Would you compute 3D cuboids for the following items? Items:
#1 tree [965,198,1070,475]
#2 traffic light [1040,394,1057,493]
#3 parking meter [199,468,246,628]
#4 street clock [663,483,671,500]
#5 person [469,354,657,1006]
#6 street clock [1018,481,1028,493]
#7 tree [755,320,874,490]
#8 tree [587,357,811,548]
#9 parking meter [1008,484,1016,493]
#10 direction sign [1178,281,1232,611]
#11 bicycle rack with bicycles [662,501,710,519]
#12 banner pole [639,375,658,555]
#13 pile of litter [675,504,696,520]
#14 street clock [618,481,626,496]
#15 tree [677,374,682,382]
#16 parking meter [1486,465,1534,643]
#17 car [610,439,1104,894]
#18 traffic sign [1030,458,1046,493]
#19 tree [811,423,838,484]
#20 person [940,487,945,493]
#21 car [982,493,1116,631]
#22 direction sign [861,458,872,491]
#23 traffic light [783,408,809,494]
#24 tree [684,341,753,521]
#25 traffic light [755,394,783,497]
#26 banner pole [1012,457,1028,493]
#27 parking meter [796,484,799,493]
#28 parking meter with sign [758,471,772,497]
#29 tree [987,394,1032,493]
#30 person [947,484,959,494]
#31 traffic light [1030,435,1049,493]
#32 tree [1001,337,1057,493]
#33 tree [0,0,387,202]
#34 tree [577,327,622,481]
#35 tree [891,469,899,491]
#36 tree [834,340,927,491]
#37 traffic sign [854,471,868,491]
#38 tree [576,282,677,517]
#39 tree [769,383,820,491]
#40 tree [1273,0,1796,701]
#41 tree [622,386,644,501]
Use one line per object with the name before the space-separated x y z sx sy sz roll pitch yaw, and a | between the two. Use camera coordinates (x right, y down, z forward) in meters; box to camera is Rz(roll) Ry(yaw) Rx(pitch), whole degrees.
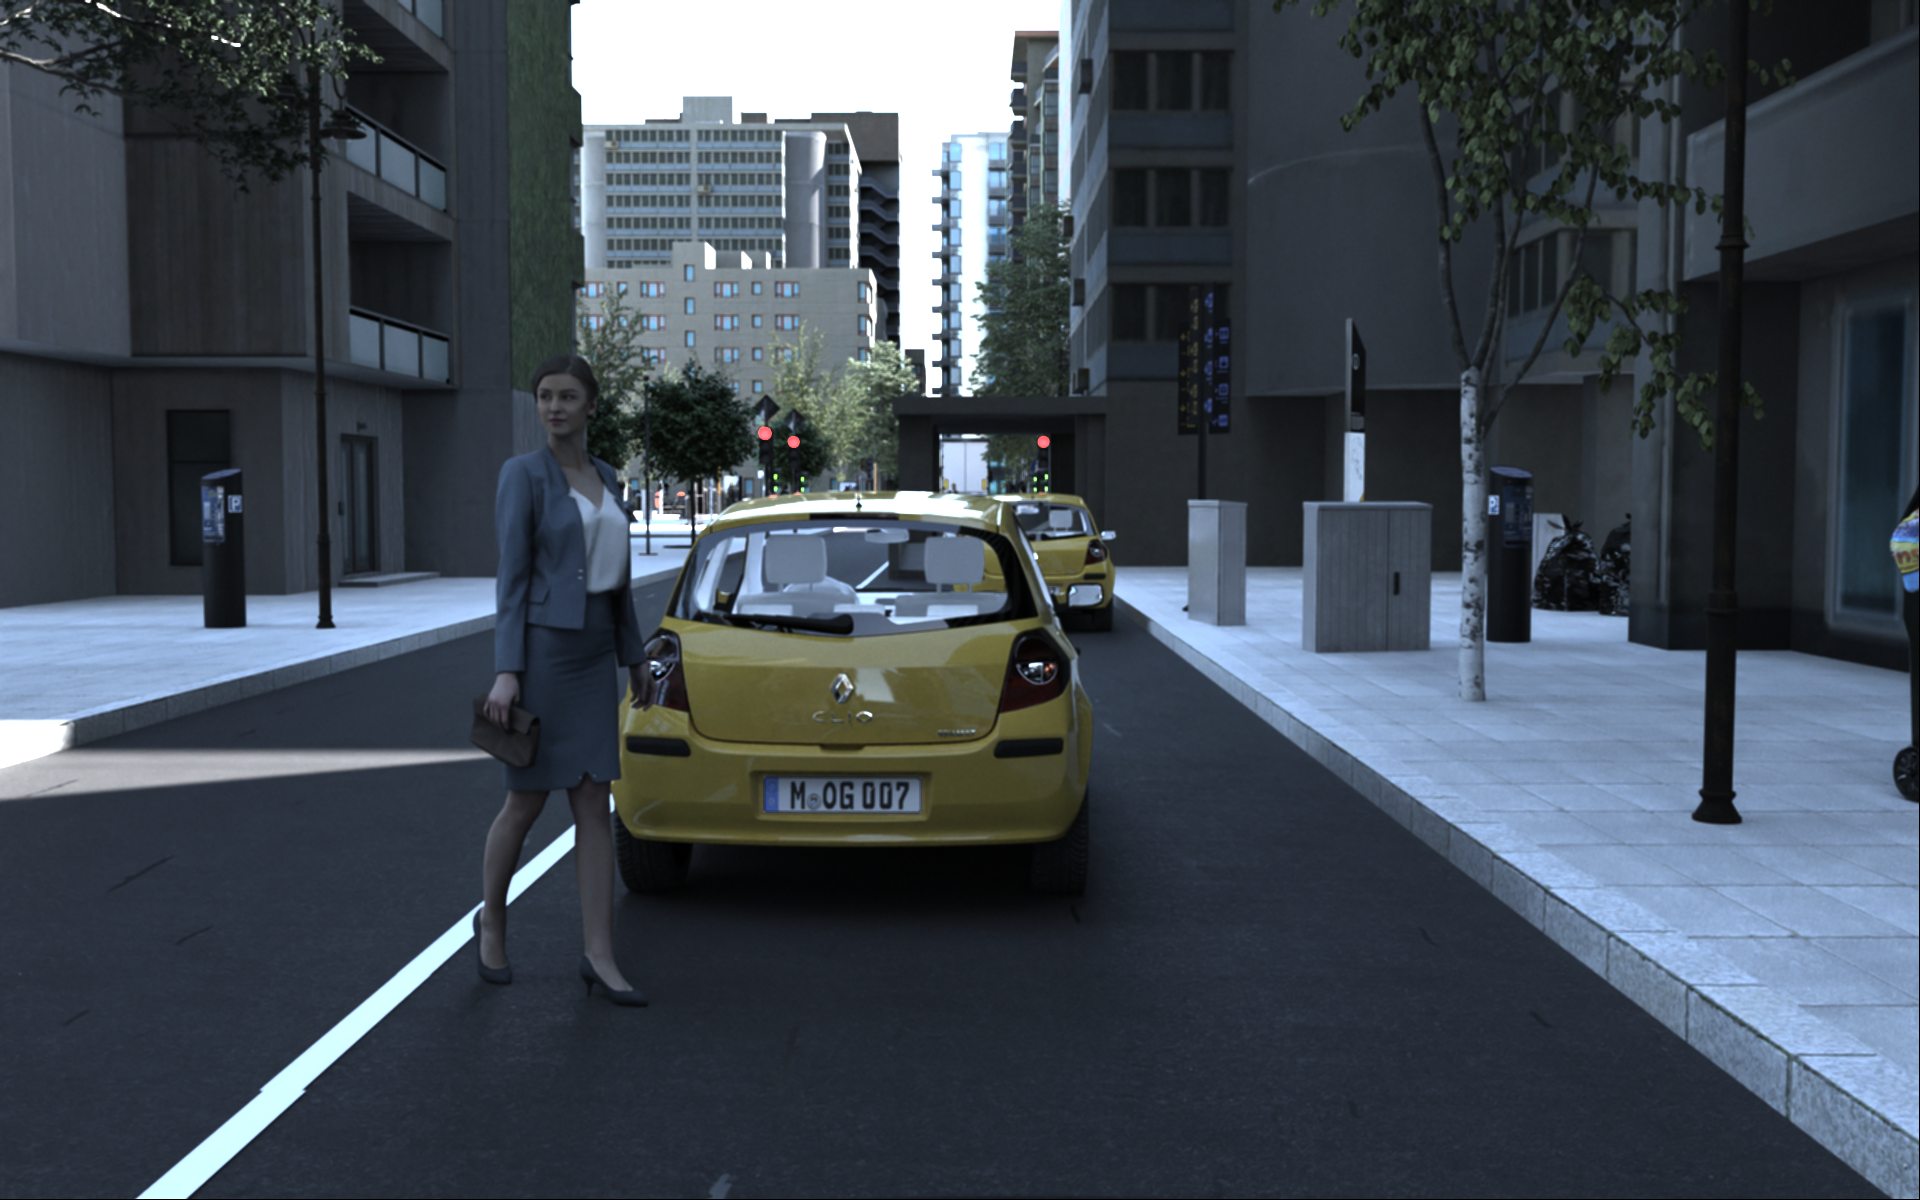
tree | 4.031 -9.097 66.865 7.486 12.596 7.792 0 3 0
traffic light | 2.673 -3.664 48.822 0.839 4.253 0.868 0 4 0
parking meter | -7.089 -0.505 16.669 0.372 1.533 0.369 0 3 0
street clock | -19.489 -6.762 115.121 0.471 2.002 0.358 1 4 16
person | -1.152 0.217 4.973 0.581 1.822 0.654 -3 5 -41
street clock | 3.490 -5.595 96.052 0.471 2.002 0.358 -2 4 -24
tree | -6.923 -7.572 74.167 4.737 8.622 4.395 0 3 0
tree | -6.473 -3.546 41.685 4.285 4.588 4.351 0 3 0
parking meter | 2.932 -5.649 98.066 0.399 1.863 0.255 -3 4 -39
direction sign | 2.638 -1.648 18.935 0.379 3.537 0.876 -1 4 -9
bicycle rack with bicycles | -14.102 -4.728 90.689 2.852 0.926 2.925 3 5 43
banner pole | -6.534 -2.828 36.263 0.401 3.779 0.863 -1 4 -14
pile of litter | -13.493 -4.494 87.448 1.719 0.858 1.176 0 4 -6
street clock | -18.191 -5.415 93.098 0.471 2.002 0.358 0 4 4
tree | -16.745 -8.995 97.431 4.737 8.622 4.395 0 3 0
parking meter | 4.782 -0.407 15.064 0.372 1.533 0.369 0 3 0
car | -0.340 0.158 7.648 2.015 1.641 3.980 0 4 1
traffic sign | 2.843 -3.744 61.328 0.768 2.556 0.104 0 4 4
tree | -6.244 -4.885 63.585 4.285 4.588 4.351 0 3 0
person | -0.931 -4.610 84.218 0.599 1.781 0.374 0 4 6
car | 0.792 -0.570 19.544 2.015 1.641 3.980 0 4 1
direction sign | -5.959 -7.221 110.054 0.876 3.537 0.379 -3 5 -42
traffic light | -5.404 -4.153 56.826 0.839 4.253 0.868 0 4 0
tree | -12.020 -8.146 83.553 4.360 8.622 3.978 0 3 0
traffic light | -5.439 -3.665 48.841 0.839 4.253 0.868 0 4 0
banner pole | 3.726 -6.907 102.949 0.863 3.779 0.401 3 5 42
parking meter | -6.702 -3.963 70.506 0.255 1.863 0.399 1 4 14
parking meter with sign | -14.508 -8.219 130.634 0.543 3.016 1.738 2 4 28
tree | 3.648 -9.752 109.814 4.737 8.622 4.395 0 3 0
person | -0.329 -4.316 78.422 0.648 1.900 0.474 -3 5 -40
traffic light | 2.707 -4.152 56.807 0.839 4.253 0.868 0 4 0
tree | 3.516 -7.915 79.777 4.360 8.622 3.978 0 3 0
tree | -6.805 -4.597 9.570 7.601 10.594 8.767 -1 4 -9
tree | -16.125 -7.407 71.471 4.360 8.622 3.978 0 3 0
tree | -6.054 -12.550 188.897 4.285 4.588 4.351 0 3 0
tree | -5.568 -12.810 127.569 7.486 12.596 7.792 0 3 0
traffic sign | -5.369 -5.727 93.736 0.768 2.556 0.104 0 4 6
tree | -12.404 -6.669 59.398 4.737 8.622 4.395 0 3 0
tree | -10.757 -9.952 113.076 4.360 8.622 3.978 0 3 0
tree | 3.208 -3.665 10.292 4.737 8.622 4.395 0 3 0
tree | -22.781 -10.212 117.333 4.360 8.622 3.978 0 3 0
